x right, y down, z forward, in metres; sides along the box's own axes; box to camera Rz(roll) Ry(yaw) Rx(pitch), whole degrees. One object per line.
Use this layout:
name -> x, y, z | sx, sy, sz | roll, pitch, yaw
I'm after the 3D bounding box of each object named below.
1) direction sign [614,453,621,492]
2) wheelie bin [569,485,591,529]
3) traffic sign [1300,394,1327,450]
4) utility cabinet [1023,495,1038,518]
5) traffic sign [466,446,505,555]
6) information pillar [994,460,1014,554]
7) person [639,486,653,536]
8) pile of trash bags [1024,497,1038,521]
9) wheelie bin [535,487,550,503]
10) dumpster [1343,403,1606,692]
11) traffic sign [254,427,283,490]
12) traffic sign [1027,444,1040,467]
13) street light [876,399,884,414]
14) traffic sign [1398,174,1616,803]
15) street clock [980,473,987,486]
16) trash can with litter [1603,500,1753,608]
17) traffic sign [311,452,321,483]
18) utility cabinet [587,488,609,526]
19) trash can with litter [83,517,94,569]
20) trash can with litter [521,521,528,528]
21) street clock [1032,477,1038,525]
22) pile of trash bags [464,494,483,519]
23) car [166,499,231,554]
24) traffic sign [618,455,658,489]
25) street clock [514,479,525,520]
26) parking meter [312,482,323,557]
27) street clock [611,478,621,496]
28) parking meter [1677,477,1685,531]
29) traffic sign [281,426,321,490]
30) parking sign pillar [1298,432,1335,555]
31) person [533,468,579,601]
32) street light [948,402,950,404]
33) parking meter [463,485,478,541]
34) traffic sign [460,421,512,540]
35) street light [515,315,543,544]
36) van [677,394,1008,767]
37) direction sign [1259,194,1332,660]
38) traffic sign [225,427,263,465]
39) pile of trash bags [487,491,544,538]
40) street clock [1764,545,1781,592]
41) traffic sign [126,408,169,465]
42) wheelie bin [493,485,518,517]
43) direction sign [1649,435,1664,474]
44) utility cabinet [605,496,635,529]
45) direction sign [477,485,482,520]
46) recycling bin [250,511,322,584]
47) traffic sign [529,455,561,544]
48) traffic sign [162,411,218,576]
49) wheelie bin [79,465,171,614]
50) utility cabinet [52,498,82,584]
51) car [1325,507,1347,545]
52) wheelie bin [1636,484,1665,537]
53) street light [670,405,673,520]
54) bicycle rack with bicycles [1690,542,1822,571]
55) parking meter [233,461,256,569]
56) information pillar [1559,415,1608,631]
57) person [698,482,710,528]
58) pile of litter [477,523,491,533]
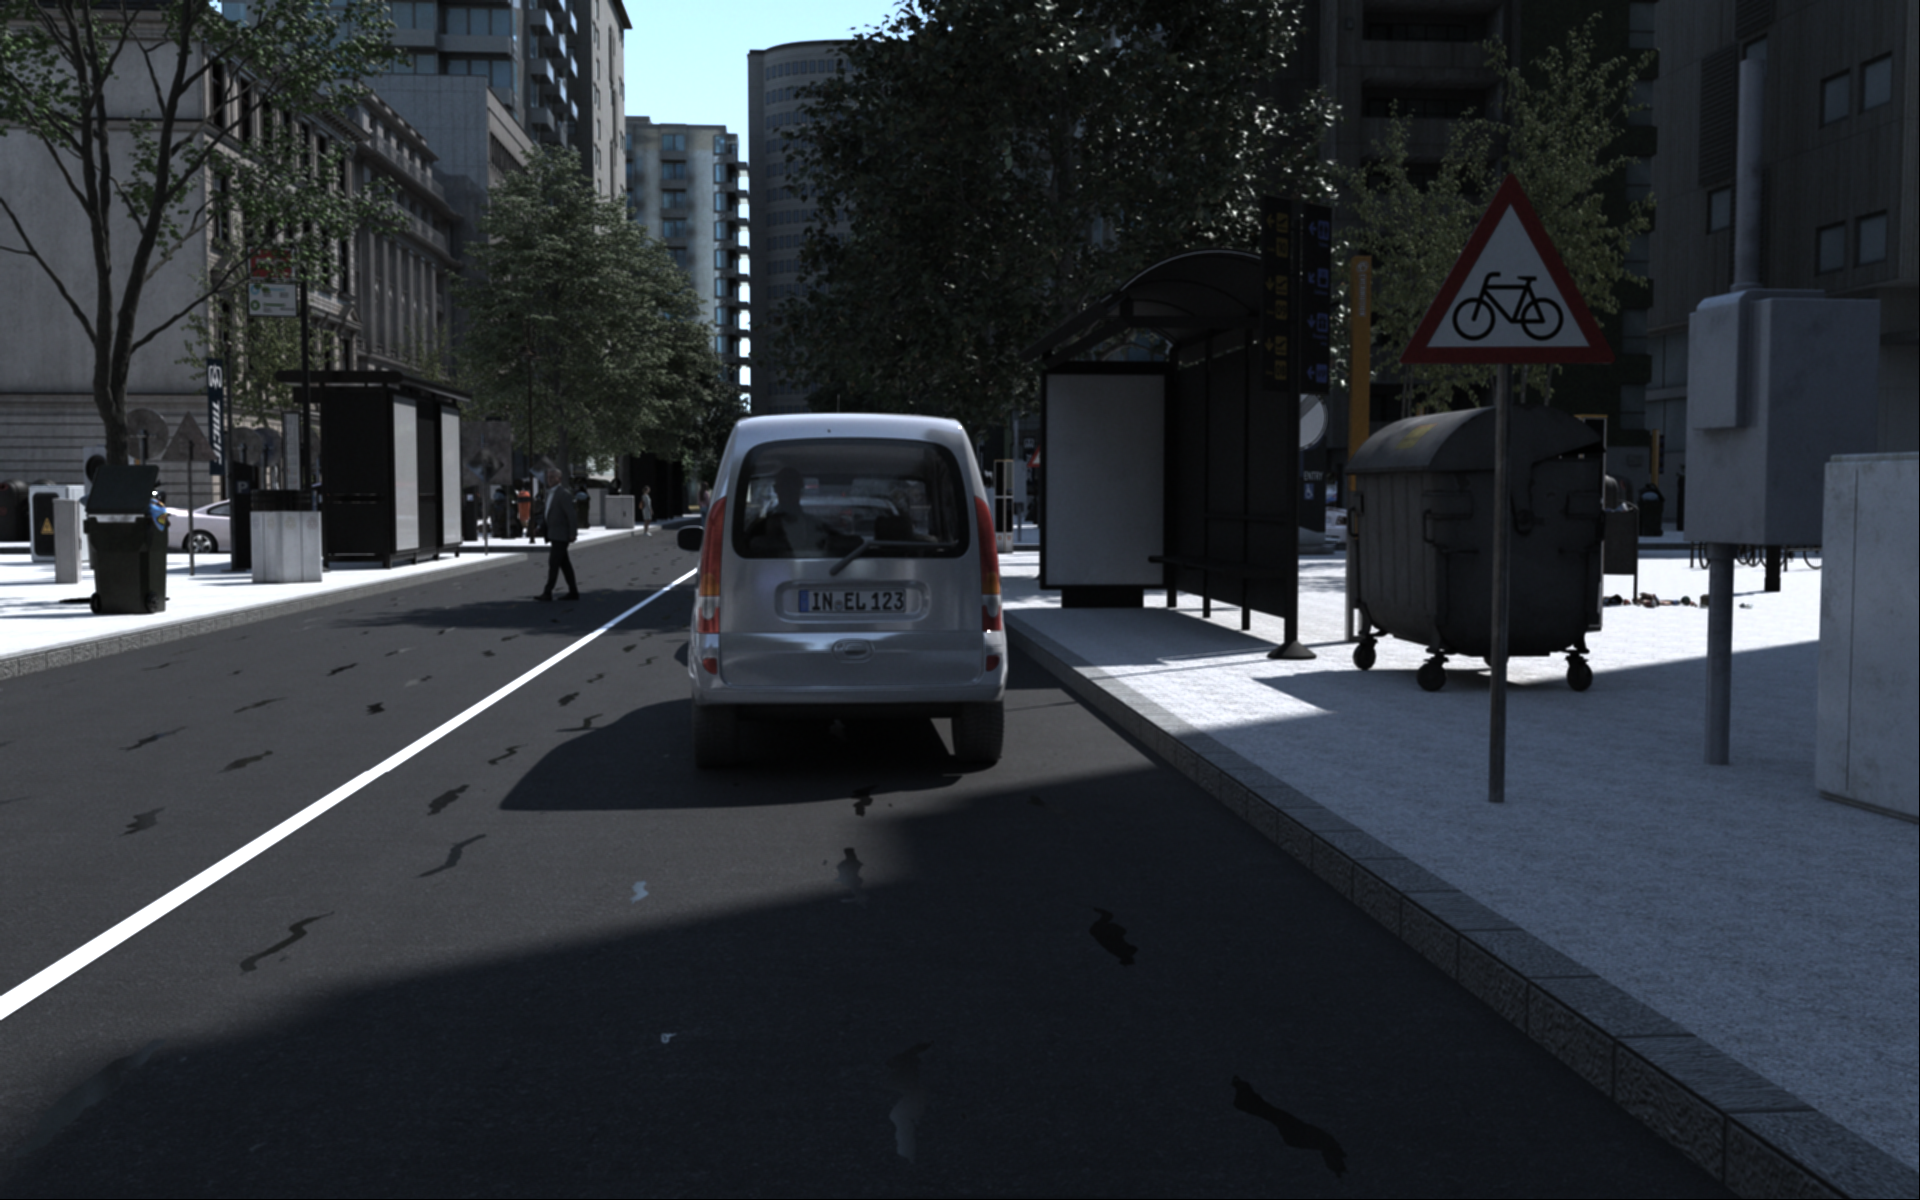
direction sign -> -18.778, -6.305, 95.079 | 0.379, 3.537, 0.876 | -2, 4, -33
wheelie bin -> -14.035, -3.414, 63.728 | 0.980, 1.594, 0.693 | 2, 4, 35
traffic sign -> 3.887, -1.232, 20.251 | 0.768, 2.556, 0.104 | 0, 4, 2
utility cabinet -> 3.849, -5.085, 94.302 | 0.306, 1.237, 1.020 | 3, 4, 38
traffic sign -> -9.897, -1.988, 36.141 | 0.795, 2.450, 0.064 | 0, 4, -5
information pillar -> 0.945, -2.010, 37.353 | 0.304, 2.012, 0.304 | 3, 5, 40
person -> -10.806, -3.071, 59.708 | 0.522, 1.701, 0.512 | -2, 4, -35
pile of trash bags -> 4.508, -4.357, 80.987 | 1.912, 1.369, 3.447 | -2, 4, -30
wheelie bin -> -21.717, -5.022, 90.011 | 0.693, 1.594, 0.980 | -1, 4, -22
dumpster -> 3.515, -0.377, 11.927 | 1.264, 1.857, 1.865 | 0, 4, -5
traffic sign -> -13.293, -2.018, 33.098 | 0.768, 2.556, 0.104 | 0, 4, -2
traffic sign -> 1.762, -2.093, 34.218 | 0.884, 2.594, 0.081 | 0, 4, 5
street light -> -3.612, -6.401, 77.440 | 0.468, 5.910, 1.993 | 0, 4, -5
traffic sign -> 2.235, -0.437, 7.143 | 0.884, 2.594, 0.081 | 0, 4, 0
street clock -> 0.693, -3.385, 59.921 | 0.358, 2.002, 0.471 | -3, 5, -41
trash can with litter -> 7.899, -0.543, 19.944 | 2.233, 1.210, 1.678 | 3, 4, 38
traffic sign -> -13.483, -2.098, 36.424 | 0.606, 2.300, 0.079 | 0, 4, 5
utility cabinet -> -15.124, -3.848, 71.592 | 1.173, 1.500, 0.318 | -2, 4, -29
trash can with litter -> -14.383, -1.112, 29.571 | 1.055, 1.170, 0.624 | 1, 4, 9
trash can with litter -> -16.600, -3.273, 64.906 | 1.055, 1.170, 0.624 | 1, 4, 13
street clock -> 3.170, -4.151, 72.443 | 0.358, 2.002, 0.471 | -1, 4, -12
pile of trash bags -> -25.042, -4.824, 88.632 | 1.912, 1.369, 3.447 | 0, 4, -8
car -> -15.360, -1.620, 38.853 | 4.827, 1.381, 2.083 | 0, 4, -4
traffic sign -> -16.595, -5.870, 89.844 | 2.265, 3.308, 0.079 | 0, 4, -4
street clock -> -20.845, -4.732, 81.940 | 0.471, 2.002, 0.358 | 0, 4, 7
parking meter -> -13.123, -1.650, 35.389 | 0.372, 1.533, 0.369 | 0, 3, 0
street clock -> -15.858, -4.609, 79.931 | 0.471, 2.002, 0.358 | -1, 4, -11
parking meter -> 25.072, -3.328, 60.124 | 0.255, 1.863, 0.399 | 1, 4, 9
traffic sign -> -12.335, -1.977, 32.429 | 0.768, 2.556, 0.104 | 0, 4, 4
parking sign pillar -> 7.299, -2.971, 37.045 | 1.447, 3.967, 1.447 | -3, 5, -44
person -> -5.449, -0.875, 23.197 | 0.661, 1.777, 0.834 | 3, 5, 40
street light -> -0.212, -3.879, 36.212 | 0.468, 5.910, 1.993 | 0, 4, -5
parking meter -> -13.340, -2.370, 47.165 | 0.372, 1.533, 0.369 | 0, 3, 0
traffic sign -> -13.694, -3.346, 48.587 | 2.265, 3.308, 0.079 | 0, 4, 3
street light -> -11.097, -4.402, 44.760 | 0.468, 5.910, 1.993 | 0, 4, -5
van -> -0.739, -0.216, 10.536 | 2.013, 2.044, 4.112 | 0, 4, -6
direction sign -> 2.600, -1.313, 13.464 | 0.876, 3.537, 0.379 | -3, 5, -43
traffic sign -> -13.550, -1.996, 32.735 | 0.768, 2.556, 0.104 | 0, 4, 4
pile of trash bags -> -13.191, -2.597, 52.218 | 1.912, 1.369, 3.447 | -1, 4, -13
street clock -> 10.730, -1.116, 22.815 | 0.358, 2.002, 0.471 | 2, 4, 26
traffic sign -> -12.142, -1.569, 25.760 | 0.768, 2.556, 0.104 | 0, 4, 3
wheelie bin -> -14.722, -2.952, 56.168 | 0.693, 1.594, 0.980 | 1, 4, 15
direction sign -> 26.645, -4.563, 66.602 | 0.876, 3.537, 0.379 | -1, 4, -12
utility cabinet -> -12.440, -3.191, 63.328 | 1.020, 1.237, 0.306 | 0, 4, -3
direction sign -> -23.509, -5.651, 84.396 | 0.379, 3.537, 0.876 | 3, 4, 39
recycling bin -> -9.780, -0.770, 25.150 | 0.722, 1.027, 0.722 | 2, 4, 35
traffic sign -> -10.558, -2.474, 44.099 | 0.795, 2.450, 0.064 | 0, 4, -5
traffic sign -> -12.102, -1.665, 27.224 | 0.884, 2.594, 0.081 | 0, 3, 0
wheelie bin -> -8.981, -0.659, 18.684 | 0.980, 1.594, 0.693 | 0, 4, -2
utility cabinet -> -12.952, -0.856, 25.164 | 0.306, 1.237, 1.020 | -1, 4, -23
car -> 11.153, -1.790, 41.629 | 4.827, 1.381, 2.083 | 0, 4, -4
wheelie bin -> 20.840, -2.715, 52.295 | 0.693, 1.594, 0.980 | 0, 4, -1
street light -> -14.547, -6.991, 87.090 | 0.468, 5.910, 1.993 | 0, 4, -5
bicycle rack with bicycles -> 13.775, -1.012, 29.936 | 2.925, 0.926, 2.852 | -2, 4, -30
parking meter -> -12.321, -1.471, 29.759 | 0.399, 1.863, 0.255 | -2, 4, -31
information pillar -> 5.829, -0.719, 16.256 | 0.304, 2.012, 0.304 | -1, 4, -22
person -> -8.163, -2.883, 55.649 | 0.555, 1.821, 0.388 | 2, 4, 26
pile of litter -> -15.743, -2.698, 58.075 | 1.176, 0.858, 1.719 | 2, 4, 24
